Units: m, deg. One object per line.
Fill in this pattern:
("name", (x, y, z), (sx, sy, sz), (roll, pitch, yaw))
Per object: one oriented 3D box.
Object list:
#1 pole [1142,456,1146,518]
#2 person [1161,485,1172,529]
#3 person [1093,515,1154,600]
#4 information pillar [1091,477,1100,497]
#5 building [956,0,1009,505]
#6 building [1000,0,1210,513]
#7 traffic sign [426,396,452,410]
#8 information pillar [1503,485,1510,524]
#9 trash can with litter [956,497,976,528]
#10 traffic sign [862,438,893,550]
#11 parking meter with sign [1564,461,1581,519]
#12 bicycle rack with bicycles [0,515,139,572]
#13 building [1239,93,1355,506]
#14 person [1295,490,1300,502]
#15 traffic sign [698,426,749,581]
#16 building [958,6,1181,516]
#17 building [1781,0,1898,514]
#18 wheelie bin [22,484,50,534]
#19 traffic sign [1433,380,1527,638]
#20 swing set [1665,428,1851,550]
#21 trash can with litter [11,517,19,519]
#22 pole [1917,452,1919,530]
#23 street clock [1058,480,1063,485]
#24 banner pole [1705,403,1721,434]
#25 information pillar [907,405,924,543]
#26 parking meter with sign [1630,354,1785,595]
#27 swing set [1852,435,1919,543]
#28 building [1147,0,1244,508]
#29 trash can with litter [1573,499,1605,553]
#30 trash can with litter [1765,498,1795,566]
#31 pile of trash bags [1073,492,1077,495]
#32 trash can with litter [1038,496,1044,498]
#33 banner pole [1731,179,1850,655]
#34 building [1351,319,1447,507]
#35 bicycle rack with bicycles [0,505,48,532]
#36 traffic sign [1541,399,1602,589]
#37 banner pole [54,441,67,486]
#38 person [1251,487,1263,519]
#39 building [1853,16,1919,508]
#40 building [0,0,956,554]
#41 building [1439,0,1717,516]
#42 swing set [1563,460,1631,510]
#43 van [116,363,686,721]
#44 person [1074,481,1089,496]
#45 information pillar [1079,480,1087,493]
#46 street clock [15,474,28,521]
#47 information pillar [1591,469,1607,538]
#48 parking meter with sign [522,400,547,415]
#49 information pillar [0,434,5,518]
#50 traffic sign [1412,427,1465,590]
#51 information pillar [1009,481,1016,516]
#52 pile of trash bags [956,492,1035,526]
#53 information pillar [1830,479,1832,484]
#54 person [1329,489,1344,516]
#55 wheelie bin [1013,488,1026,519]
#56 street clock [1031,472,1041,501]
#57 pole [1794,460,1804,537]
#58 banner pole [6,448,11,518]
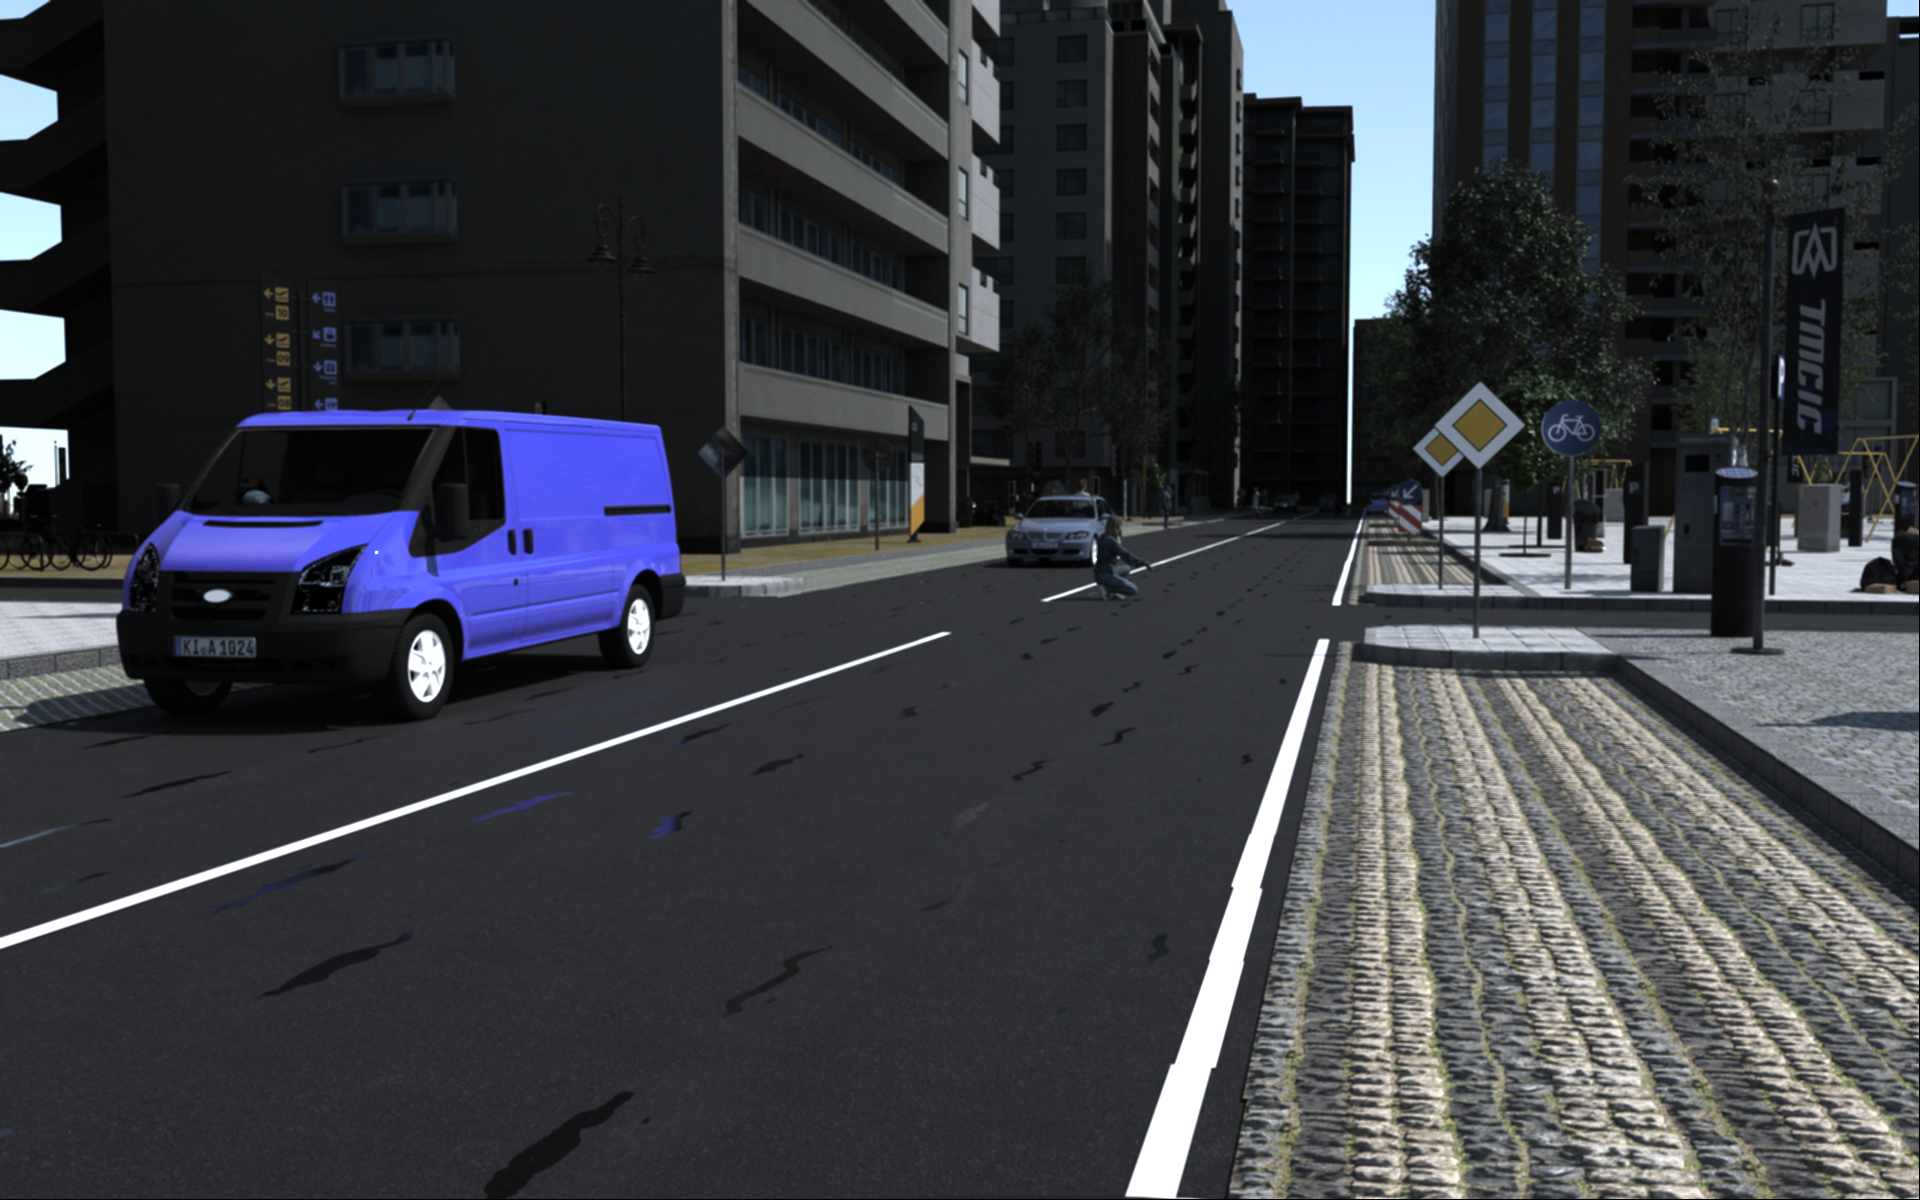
("pole", (9.781, -6.001, 91.957), (0.158, 3.312, 0.155), (0, 3, 0))
("person", (8.443, -3.800, 70.813), (0.419, 1.800, 0.721), (1, 4, 18))
("person", (2.153, -0.588, 23.619), (0.738, 1.151, 1.012), (-1, 4, -11))
("information pillar", (5.831, -4.296, 74.737), (0.304, 2.012, 0.304), (-1, 4, -10))
("building", (-13.471, -30.102, 81.408), (28.713, 52.752, 27.495), (1, 4, 13))
("building", (1.815, -26.661, 127.786), (32.217, 40.220, 23.993), (1, 4, 13))
("traffic sign", (-5.326, -0.861, 17.719), (0.795, 2.450, 0.064), (1, 4, 13))
("information pillar", (23.226, -5.038, 73.719), (0.183, 3.616, 0.504), (-1, 4, -11))
("trash can with litter", (0.042, -3.320, 65.665), (1.055, 1.170, 0.624), (-2, 4, -32))
("traffic sign", (-1.899, -2.414, 39.574), (0.768, 2.556, 0.104), (1, 4, 18))
("parking meter with sign", (32.083, -5.765, 90.522), (0.543, 3.016, 1.738), (0, 4, -2))
("bicycle rack with bicycles", (-15.462, -0.995, 29.644), (2.925, 0.926, 2.852), (2, 4, 30))
("building", (28.910, -32.919, 192.851), (28.867, 44.769, 22.147), (1, 4, 13))
("person", (26.728, -7.832, 137.228), (0.551, 1.740, 0.621), (3, 5, 42))
("traffic sign", (-3.486, -1.336, 25.490), (0.795, 2.450, 0.064), (1, 4, 13))
("building", (5.885, -20.543, 107.586), (14.160, 30.474, 14.107), (1, 4, 13))
("building", (48.597, -32.727, 124.333), (28.713, 52.752, 27.495), (1, 4, 13))
("wheelie bin", (-29.218, -2.879, 54.974), (0.693, 1.594, 0.980), (2, 4, 25))
("traffic sign", (4.591, -0.717, 15.360), (0.795, 2.450, 0.064), (1, 4, 13))
("swing set", (19.173, -2.708, 41.902), (3.119, 2.851, 2.862), (-2, 4, -33))
("trash can with litter", (-47.490, -4.623, 86.644), (2.233, 1.210, 1.678), (-2, 4, -24))
("pole", (32.767, -3.985, 59.001), (0.158, 3.312, 0.155), (0, 3, 0))
("street clock", (5.270, -5.311, 91.402), (0.358, 2.002, 0.471), (1, 4, 21))
("banner pole", (20.635, -3.523, 47.612), (0.863, 3.779, 0.401), (-3, 4, -37))
("information pillar", (-1.166, -3.336, 45.895), (0.504, 3.616, 0.183), (-3, 5, -43))
("parking meter with sign", (9.625, -1.596, 22.362), (1.738, 3.016, 0.543), (2, 4, 34))
("swing set", (25.232, -3.017, 46.943), (2.862, 2.851, 3.119), (0, 4, -3))
("building", (15.391, -33.084, 164.631), (21.600, 48.544, 21.300), (1, 4, 13))
("trash can with litter", (13.964, -1.644, 38.262), (0.624, 1.170, 1.055), (0, 4, -3))
("trash can with litter", (14.061, -1.235, 31.244), (2.233, 1.210, 1.678), (1, 4, 10))
("pile of trash bags", (4.678, -4.505, 83.401), (1.912, 1.369, 3.447), (-3, 5, -43))
("trash can with litter", (5.427, -5.440, 99.996), (1.678, 1.210, 2.233), (0, 4, -1))
("banner pole", (6.560, -1.447, 13.670), (0.401, 3.779, 0.863), (-2, 4, -31))
("building", (57.772, -21.047, 189.159), (28.899, 21.520, 27.650), (1, 4, 13))
("bicycle rack with bicycles", (-36.031, -3.117, 64.346), (2.852, 0.926, 2.925), (-1, 4, -10))
("traffic sign", (8.219, -1.421, 23.343), (0.768, 2.556, 0.104), (1, 4, 16))
("banner pole", (-42.255, -5.586, 81.342), (0.401, 3.779, 0.863), (1, 4, 15))
("person", (16.643, -5.414, 97.107), (0.778, 1.811, 0.616), (1, 4, 17))
("building", (81.561, -28.640, 151.852), (14.086, 41.232, 14.154), (1, 4, 13))
("building", (-12.918, -25.952, 48.025), (21.300, 48.544, 21.600), (1, 4, 13))
("building", (37.178, -27.875, 105.871), (14.600, 45.320, 14.200), (1, 4, 13))
("swing set", (29.338, -5.026, 79.801), (3.119, 2.851, 2.862), (0, 4, -7))
("van", (-3.886, -0.517, 12.843), (2.240, 2.365, 5.245), (1, 4, 12))
("person", (3.027, -2.038, 42.388), (0.480, 1.755, 0.524), (1, 4, 17))
("information pillar", (6.239, -5.118, 88.164), (0.304, 2.012, 0.304), (-2, 4, -28))
("street clock", (-33.635, -3.518, 62.086), (0.471, 2.002, 0.358), (2, 4, 26))
("information pillar", (18.793, -2.836, 50.863), (0.304, 2.012, 0.304), (2, 4, 27))
("parking meter with sign", (-8.531, -2.182, 31.942), (1.738, 3.016, 0.543), (-2, 4, -30))
("information pillar", (-37.729, -4.698, 68.166), (0.183, 3.616, 0.504), (-3, 5, -42))
("traffic sign", (6.430, -1.192, 23.131), (0.795, 2.450, 0.064), (1, 4, 13))
("information pillar", (3.010, -5.806, 99.417), (0.304, 2.012, 0.304), (1, 4, 18))
("pile of trash bags", (1.346, -3.650, 69.434), (3.447, 1.369, 1.912), (0, 4, -7))
("information pillar", (41.256, -4.727, 81.778), (0.304, 2.012, 0.304), (0, 4, 3))
("person", (24.983, -6.463, 114.853), (1.217, 1.739, 0.721), (-2, 4, -28))
("wheelie bin", (3.089, -4.878, 87.656), (0.693, 1.594, 0.980), (1, 4, 13))
("street clock", (2.544, -3.249, 57.683), (0.358, 2.002, 0.471), (0, 4, 2))
("pole", (24.881, -3.515, 51.319), (0.158, 3.312, 0.155), (0, 3, 0))
("banner pole", (-50.921, -6.275, 92.613), (0.401, 3.779, 0.863), (-1, 4, -22))
